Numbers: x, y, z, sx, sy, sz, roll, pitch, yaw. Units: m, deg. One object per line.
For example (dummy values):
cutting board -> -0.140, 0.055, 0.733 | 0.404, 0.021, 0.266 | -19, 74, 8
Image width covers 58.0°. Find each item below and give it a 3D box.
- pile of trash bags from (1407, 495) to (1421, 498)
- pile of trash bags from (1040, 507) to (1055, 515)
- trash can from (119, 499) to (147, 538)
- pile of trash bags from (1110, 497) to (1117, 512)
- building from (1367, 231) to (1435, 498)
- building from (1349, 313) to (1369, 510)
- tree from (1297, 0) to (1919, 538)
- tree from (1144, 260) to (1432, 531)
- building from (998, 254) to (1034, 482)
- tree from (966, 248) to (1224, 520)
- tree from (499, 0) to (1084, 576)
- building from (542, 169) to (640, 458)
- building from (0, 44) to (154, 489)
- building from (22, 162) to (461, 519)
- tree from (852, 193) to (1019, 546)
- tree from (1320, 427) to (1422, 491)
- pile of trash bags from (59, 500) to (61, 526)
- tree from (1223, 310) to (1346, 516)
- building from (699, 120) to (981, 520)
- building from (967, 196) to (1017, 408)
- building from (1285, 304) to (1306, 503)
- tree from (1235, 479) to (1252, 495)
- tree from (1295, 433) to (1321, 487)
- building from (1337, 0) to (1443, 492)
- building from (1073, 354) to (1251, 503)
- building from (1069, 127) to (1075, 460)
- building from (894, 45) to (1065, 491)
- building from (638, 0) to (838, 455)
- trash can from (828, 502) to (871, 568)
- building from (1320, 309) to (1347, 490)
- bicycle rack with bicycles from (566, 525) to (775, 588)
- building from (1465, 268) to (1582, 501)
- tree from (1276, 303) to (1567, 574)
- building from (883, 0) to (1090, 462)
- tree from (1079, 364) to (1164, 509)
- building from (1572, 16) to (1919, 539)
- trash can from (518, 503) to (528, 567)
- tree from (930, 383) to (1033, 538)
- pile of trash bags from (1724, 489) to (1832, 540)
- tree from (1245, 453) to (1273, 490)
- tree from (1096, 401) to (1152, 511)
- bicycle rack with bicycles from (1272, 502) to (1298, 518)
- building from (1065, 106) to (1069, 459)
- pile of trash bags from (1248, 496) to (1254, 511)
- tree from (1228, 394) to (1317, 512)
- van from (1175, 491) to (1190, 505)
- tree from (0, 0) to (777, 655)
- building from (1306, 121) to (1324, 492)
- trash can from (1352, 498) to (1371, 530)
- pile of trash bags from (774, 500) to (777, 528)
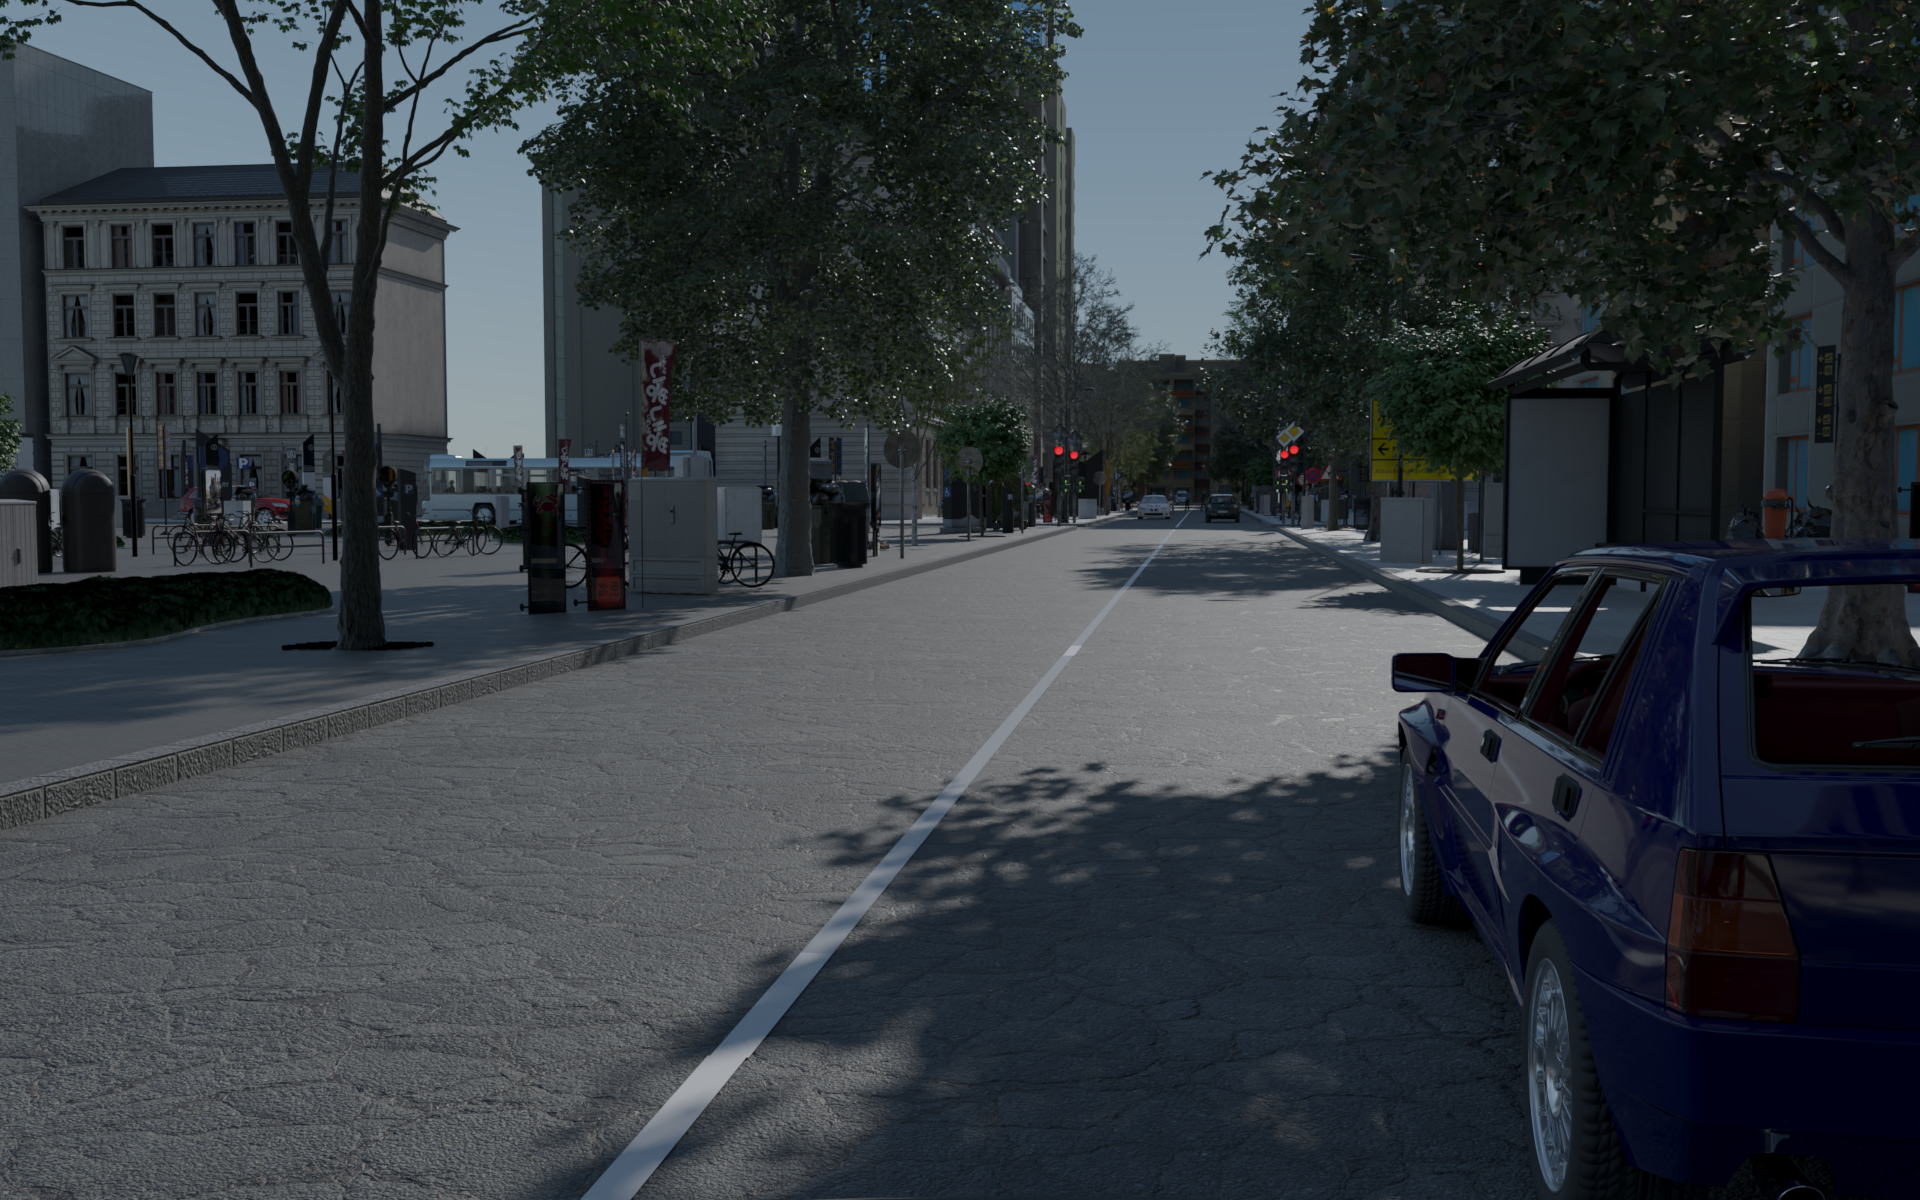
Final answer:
pile of trash bags -> 26.219, -5.642, 101.992 | 3.447, 1.369, 1.912 | 0, 4, 7
pile of trash bags -> 5.388, -5.974, 107.423 | 1.912, 1.369, 3.447 | 0, 4, -2
trash can -> -24.151, -2.383, 50.620 | 0.748, 1.137, 0.748 | 0, 3, 0
pile of trash bags -> 10.274, -7.156, 126.752 | 1.912, 1.369, 3.447 | 1, 4, 23
building -> 35.236, -20.267, 117.271 | 13.634, 28.700, 20.117 | 0, 4, 8
building -> 37.938, -19.521, 137.195 | 12.078, 24.808, 19.932 | 0, 4, 8
tree -> 6.444, -5.826, 12.255 | 9.611, 12.733, 9.660 | 0, 3, 0
tree -> 12.882, -8.225, 60.236 | 9.928, 11.665, 9.643 | 0, 3, 0
building -> -0.084, -17.353, 138.471 | 10.420, 20.320, 16.860 | 0, 4, 8
tree -> 5.413, -10.736, 85.904 | 12.009, 13.543, 11.850 | 0, 3, 0
tree -> -2.673, -7.365, 27.073 | 9.857, 13.997, 8.962 | 0, 3, 0
building -> -43.651, -32.783, 219.595 | 14.086, 41.232, 14.154 | 0, 4, 8
building -> -57.989, -17.103, 97.650 | 19.932, 24.808, 12.078 | 0, 4, 8
building -> -38.456, -14.048, 94.305 | 19.286, 19.102, 10.561 | 0, 4, 8
tree -> -0.996, -5.638, 42.542 | 4.737, 8.622, 4.395 | 0, 3, 0
tree -> 22.074, -8.703, 92.650 | 4.737, 8.622, 4.395 | 0, 3, 0
pile of trash bags -> -36.849, -3.629, 69.094 | 1.912, 1.369, 3.447 | 0, 4, -6
tree -> 18.500, -11.656, 100.939 | 12.009, 13.543, 11.850 | 0, 3, 0
building -> -5.936, -15.861, 95.487 | 11.583, 22.565, 21.152 | 0, 4, 8
building -> -4.042, -16.915, 118.358 | 13.314, 21.916, 24.055 | 0, 4, 8
building -> 59.788, -36.251, 247.326 | 28.867, 44.769, 22.147 | 0, 4, 8
tree -> 24.448, -9.200, 145.019 | 1.663, 3.219, 1.824 | 0, 3, 0
tree -> 24.783, -10.030, 114.346 | 4.737, 8.622, 4.395 | 0, 3, 0
building -> 47.335, -33.190, 162.259 | 23.786, 49.044, 30.456 | 0, 4, 8
building -> 31.322, -25.070, 254.926 | 28.899, 21.520, 27.650 | 0, 4, 8
building -> 4.940, -30.891, 188.658 | 14.154, 41.232, 14.086 | 0, 4, 8
building -> 1.740, -29.138, 159.995 | 14.154, 41.232, 14.086 | 0, 4, 8
building -> -26.469, -47.380, 212.907 | 20.611, 71.187, 20.563 | 0, 4, 8
trash can -> -1.925, -1.140, 30.288 | 0.748, 1.137, 0.748 | 0, 3, 0
building -> 46.389, -32.740, 185.410 | 14.600, 45.320, 14.200 | 0, 4, 8
bicycle rack with bicycles -> -3.907, -0.659, 24.158 | 2.925, 0.926, 2.852 | 1, 4, 17
building -> 35.278, -15.165, 84.108 | 21.152, 22.565, 11.583 | 0, 4, 8
tree -> 8.286, -2.731, 28.361 | 4.285, 4.588, 4.351 | 0, 3, 0
building -> -0.469, -54.783, 208.369 | 31.000, 86.520, 22.319 | 0, 4, 8
tree -> 14.149, -14.113, 148.877 | 7.486, 12.596, 7.792 | 0, 3, 0
building -> 32.105, -12.002, 41.264 | 27.650, 21.520, 28.899 | 0, 4, 8
trash can -> -7.010, -1.060, 28.981 | 0.748, 1.137, 0.748 | 0, 3, 0
tree -> 0.708, -4.162, 51.770 | 4.285, 4.588, 4.351 | 0, 3, 0
pile of trash bags -> 14.798, -1.322, 31.366 | 1.912, 1.369, 3.447 | 2, 4, 25
tree -> 23.203, -9.022, 131.219 | 4.285, 4.588, 4.351 | 0, 3, 0
tree -> 12.068, -10.890, 128.419 | 4.360, 8.622, 3.978 | 0, 3, 0
bicycle rack with bicycles -> 17.902, -4.756, 91.149 | 2.925, 0.926, 2.852 | 0, 4, -2
building -> 3.048, -30.001, 174.114 | 14.154, 41.232, 14.086 | 0, 4, 8
pile of trash bags -> 23.480, -7.686, 135.422 | 1.912, 1.369, 3.447 | 1, 4, 11
tree -> 22.682, -11.569, 123.563 | 7.601, 10.594, 8.767 | 0, 4, 7
van -> 28.796, -13.286, 224.241 | 2.013, 2.044, 4.112 | 0, 4, 8
tree -> -5.078, -5.392, 13.922 | 9.928, 11.665, 9.643 | 0, 3, 0
building -> 51.980, -35.407, 202.602 | 21.300, 48.544, 21.600 | 0, 4, 8
trash can -> 14.445, -3.092, 62.200 | 0.748, 1.137, 0.748 | 0, 3, 0
pile of trash bags -> -7.600, -3.470, 66.485 | 1.912, 1.369, 3.447 | -1, 4, -12
